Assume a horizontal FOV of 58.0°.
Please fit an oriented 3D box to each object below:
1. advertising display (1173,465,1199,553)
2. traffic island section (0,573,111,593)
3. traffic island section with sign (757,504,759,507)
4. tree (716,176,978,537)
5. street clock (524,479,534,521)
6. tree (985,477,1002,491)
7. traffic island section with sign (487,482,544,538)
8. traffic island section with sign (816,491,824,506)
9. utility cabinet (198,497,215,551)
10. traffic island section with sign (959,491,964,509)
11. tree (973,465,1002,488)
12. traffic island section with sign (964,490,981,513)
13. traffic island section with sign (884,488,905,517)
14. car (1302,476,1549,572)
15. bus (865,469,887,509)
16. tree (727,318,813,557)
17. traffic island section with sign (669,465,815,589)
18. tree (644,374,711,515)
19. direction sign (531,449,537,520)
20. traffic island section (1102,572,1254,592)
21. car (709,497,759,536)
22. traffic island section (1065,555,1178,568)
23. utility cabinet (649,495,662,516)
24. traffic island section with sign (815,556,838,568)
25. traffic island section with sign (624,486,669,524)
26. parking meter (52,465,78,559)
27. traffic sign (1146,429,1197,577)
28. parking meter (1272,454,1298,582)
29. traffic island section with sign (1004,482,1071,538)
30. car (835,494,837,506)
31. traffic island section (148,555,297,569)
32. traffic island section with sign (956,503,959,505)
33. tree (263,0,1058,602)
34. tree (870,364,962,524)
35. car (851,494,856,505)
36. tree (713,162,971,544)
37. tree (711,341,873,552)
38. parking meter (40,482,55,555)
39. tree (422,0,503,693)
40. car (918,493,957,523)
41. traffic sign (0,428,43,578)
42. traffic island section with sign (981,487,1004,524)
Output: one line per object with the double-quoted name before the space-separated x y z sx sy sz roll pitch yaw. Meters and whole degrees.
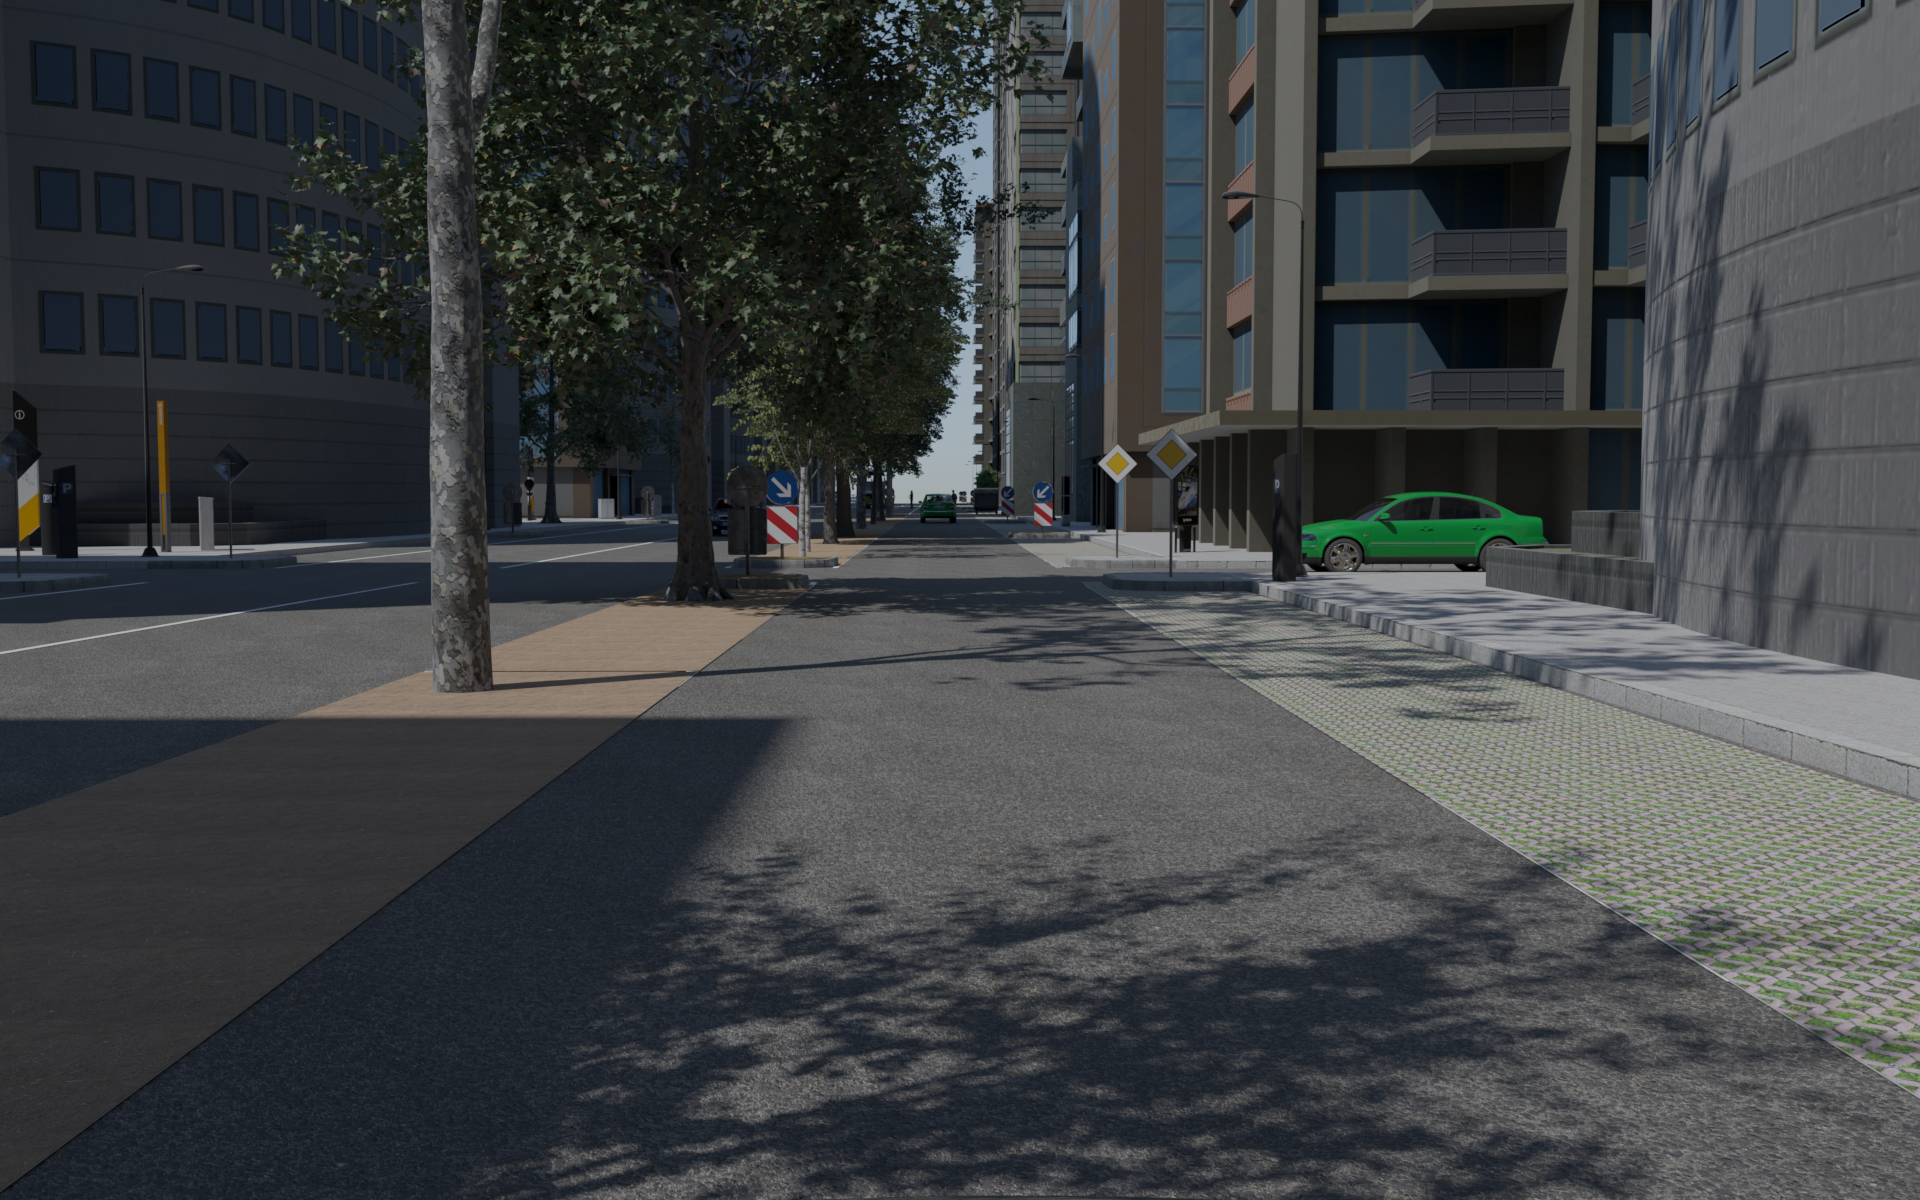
"advertising display" 4.966 -2.014 38.137 0.123 1.923 0.974 3 4 36
"traffic island section" -14.459 -0.263 26.576 2.009 0.180 2.903 0 4 -1
"traffic island section with sign" -15.899 -7.688 134.329 1.989 1.847 2.006 0 4 -1
"tree" -3.838 -9.066 57.339 9.857 13.997 8.962 0 3 0
"street clock" -20.638 -4.798 83.021 0.471 2.002 0.358 -1 4 -15
"tree" 3.923 -12.199 194.047 1.663 3.219 1.824 0 3 0
"traffic island section with sign" -14.873 -2.976 57.284 1.989 1.847 2.006 0 4 -1
"traffic island section with sign" -16.991 -12.714 216.493 1.989 1.847 2.006 0 4 -1
"utility cabinet" -17.224 -1.740 39.612 0.306 1.237 1.020 -2 4 -25
"traffic island section with sign" 1.156 -9.355 161.584 1.989 1.847 2.006 0 4 -1
"tree" 3.151 -13.055 197.166 4.285 4.588 4.351 0 3 0
"traffic island section with sign" 1.518 -7.707 134.631 1.989 1.847 2.006 0 4 -1
"traffic island section with sign" -4.483 -6.199 109.496 2.006 1.907 1.989 0 4 -1
"car" 8.077 -1.366 31.125 4.718 1.807 1.959 0 4 -1
"bus" -8.492 -11.052 172.243 2.896 3.916 12.252 0 3 0
"tree" -3.460 -5.182 37.540 4.737 8.622 4.395 0 3 0
"traffic island section with sign" -3.381 -1.151 26.957 2.006 1.907 1.989 0 4 -1
"tree" -17.579 -9.593 107.212 4.360 8.622 3.978 0 3 0
"direction sign" -21.060 -5.707 85.309 0.379 3.537 0.876 -1 4 -9
"traffic island section" 3.281 -0.277 26.807 2.009 0.180 2.903 0 4 -1
"car" -7.815 -2.910 60.162 1.945 1.354 3.894 0 4 -2
"traffic island section" 3.174 -0.765 34.792 2.009 0.180 2.903 0 4 -1
"utility cabinet" -18.225 -5.659 103.692 0.306 1.237 1.020 1 4 18
"traffic island section with sign" -3.471 -1.604 34.364 2.006 1.907 1.989 0 4 -1
"traffic island section with sign" -15.240 -4.635 84.416 1.989 1.847 2.006 0 4 -1
"parking meter" -17.837 -1.761 34.506 0.255 1.863 0.399 3 5 44
"traffic sign" 3.257 -1.412 26.730 0.795 2.450 0.064 0 4 -1
"parking meter" 4.769 -1.207 25.442 0.255 1.863 0.399 -1 4 -11
"traffic island section with sign" 2.561 -2.939 56.677 1.989 1.847 2.006 0 4 -1
"car" -13.205 -10.368 181.321 2.131 1.459 4.920 0 4 1
"traffic island section" -14.566 -0.751 34.560 2.009 0.180 2.903 0 4 -1
"traffic island section with sign" 0.411 -12.746 217.017 1.989 1.847 2.006 0 4 -1
"tree" -3.555 -6.322 22.836 9.611 12.733 9.660 0 3 0
"tree" -4.169 -8.864 81.796 8.767 10.594 7.601 0 4 -1
"car" -12.415 -11.573 201.218 2.014 1.417 4.499 0 4 -2
"tree" -3.593 -7.832 48.630 7.486 12.596 7.792 0 3 0
"tree" -3.734 -5.465 42.176 4.360 8.622 3.978 0 3 0
"parking meter" -19.093 -1.710 36.370 0.372 1.533 0.369 0 3 0
"tree" -2.389 -9.345 11.142 12.611 20.169 13.585 0 3 0
"car" -1.114 -4.780 86.942 1.959 1.807 4.718 0 4 -2
"traffic sign" -14.436 -1.399 26.515 0.795 2.450 0.064 0 4 -1
"traffic island section with sign" 2.181 -4.621 84.174 1.989 1.847 2.006 0 4 -1
